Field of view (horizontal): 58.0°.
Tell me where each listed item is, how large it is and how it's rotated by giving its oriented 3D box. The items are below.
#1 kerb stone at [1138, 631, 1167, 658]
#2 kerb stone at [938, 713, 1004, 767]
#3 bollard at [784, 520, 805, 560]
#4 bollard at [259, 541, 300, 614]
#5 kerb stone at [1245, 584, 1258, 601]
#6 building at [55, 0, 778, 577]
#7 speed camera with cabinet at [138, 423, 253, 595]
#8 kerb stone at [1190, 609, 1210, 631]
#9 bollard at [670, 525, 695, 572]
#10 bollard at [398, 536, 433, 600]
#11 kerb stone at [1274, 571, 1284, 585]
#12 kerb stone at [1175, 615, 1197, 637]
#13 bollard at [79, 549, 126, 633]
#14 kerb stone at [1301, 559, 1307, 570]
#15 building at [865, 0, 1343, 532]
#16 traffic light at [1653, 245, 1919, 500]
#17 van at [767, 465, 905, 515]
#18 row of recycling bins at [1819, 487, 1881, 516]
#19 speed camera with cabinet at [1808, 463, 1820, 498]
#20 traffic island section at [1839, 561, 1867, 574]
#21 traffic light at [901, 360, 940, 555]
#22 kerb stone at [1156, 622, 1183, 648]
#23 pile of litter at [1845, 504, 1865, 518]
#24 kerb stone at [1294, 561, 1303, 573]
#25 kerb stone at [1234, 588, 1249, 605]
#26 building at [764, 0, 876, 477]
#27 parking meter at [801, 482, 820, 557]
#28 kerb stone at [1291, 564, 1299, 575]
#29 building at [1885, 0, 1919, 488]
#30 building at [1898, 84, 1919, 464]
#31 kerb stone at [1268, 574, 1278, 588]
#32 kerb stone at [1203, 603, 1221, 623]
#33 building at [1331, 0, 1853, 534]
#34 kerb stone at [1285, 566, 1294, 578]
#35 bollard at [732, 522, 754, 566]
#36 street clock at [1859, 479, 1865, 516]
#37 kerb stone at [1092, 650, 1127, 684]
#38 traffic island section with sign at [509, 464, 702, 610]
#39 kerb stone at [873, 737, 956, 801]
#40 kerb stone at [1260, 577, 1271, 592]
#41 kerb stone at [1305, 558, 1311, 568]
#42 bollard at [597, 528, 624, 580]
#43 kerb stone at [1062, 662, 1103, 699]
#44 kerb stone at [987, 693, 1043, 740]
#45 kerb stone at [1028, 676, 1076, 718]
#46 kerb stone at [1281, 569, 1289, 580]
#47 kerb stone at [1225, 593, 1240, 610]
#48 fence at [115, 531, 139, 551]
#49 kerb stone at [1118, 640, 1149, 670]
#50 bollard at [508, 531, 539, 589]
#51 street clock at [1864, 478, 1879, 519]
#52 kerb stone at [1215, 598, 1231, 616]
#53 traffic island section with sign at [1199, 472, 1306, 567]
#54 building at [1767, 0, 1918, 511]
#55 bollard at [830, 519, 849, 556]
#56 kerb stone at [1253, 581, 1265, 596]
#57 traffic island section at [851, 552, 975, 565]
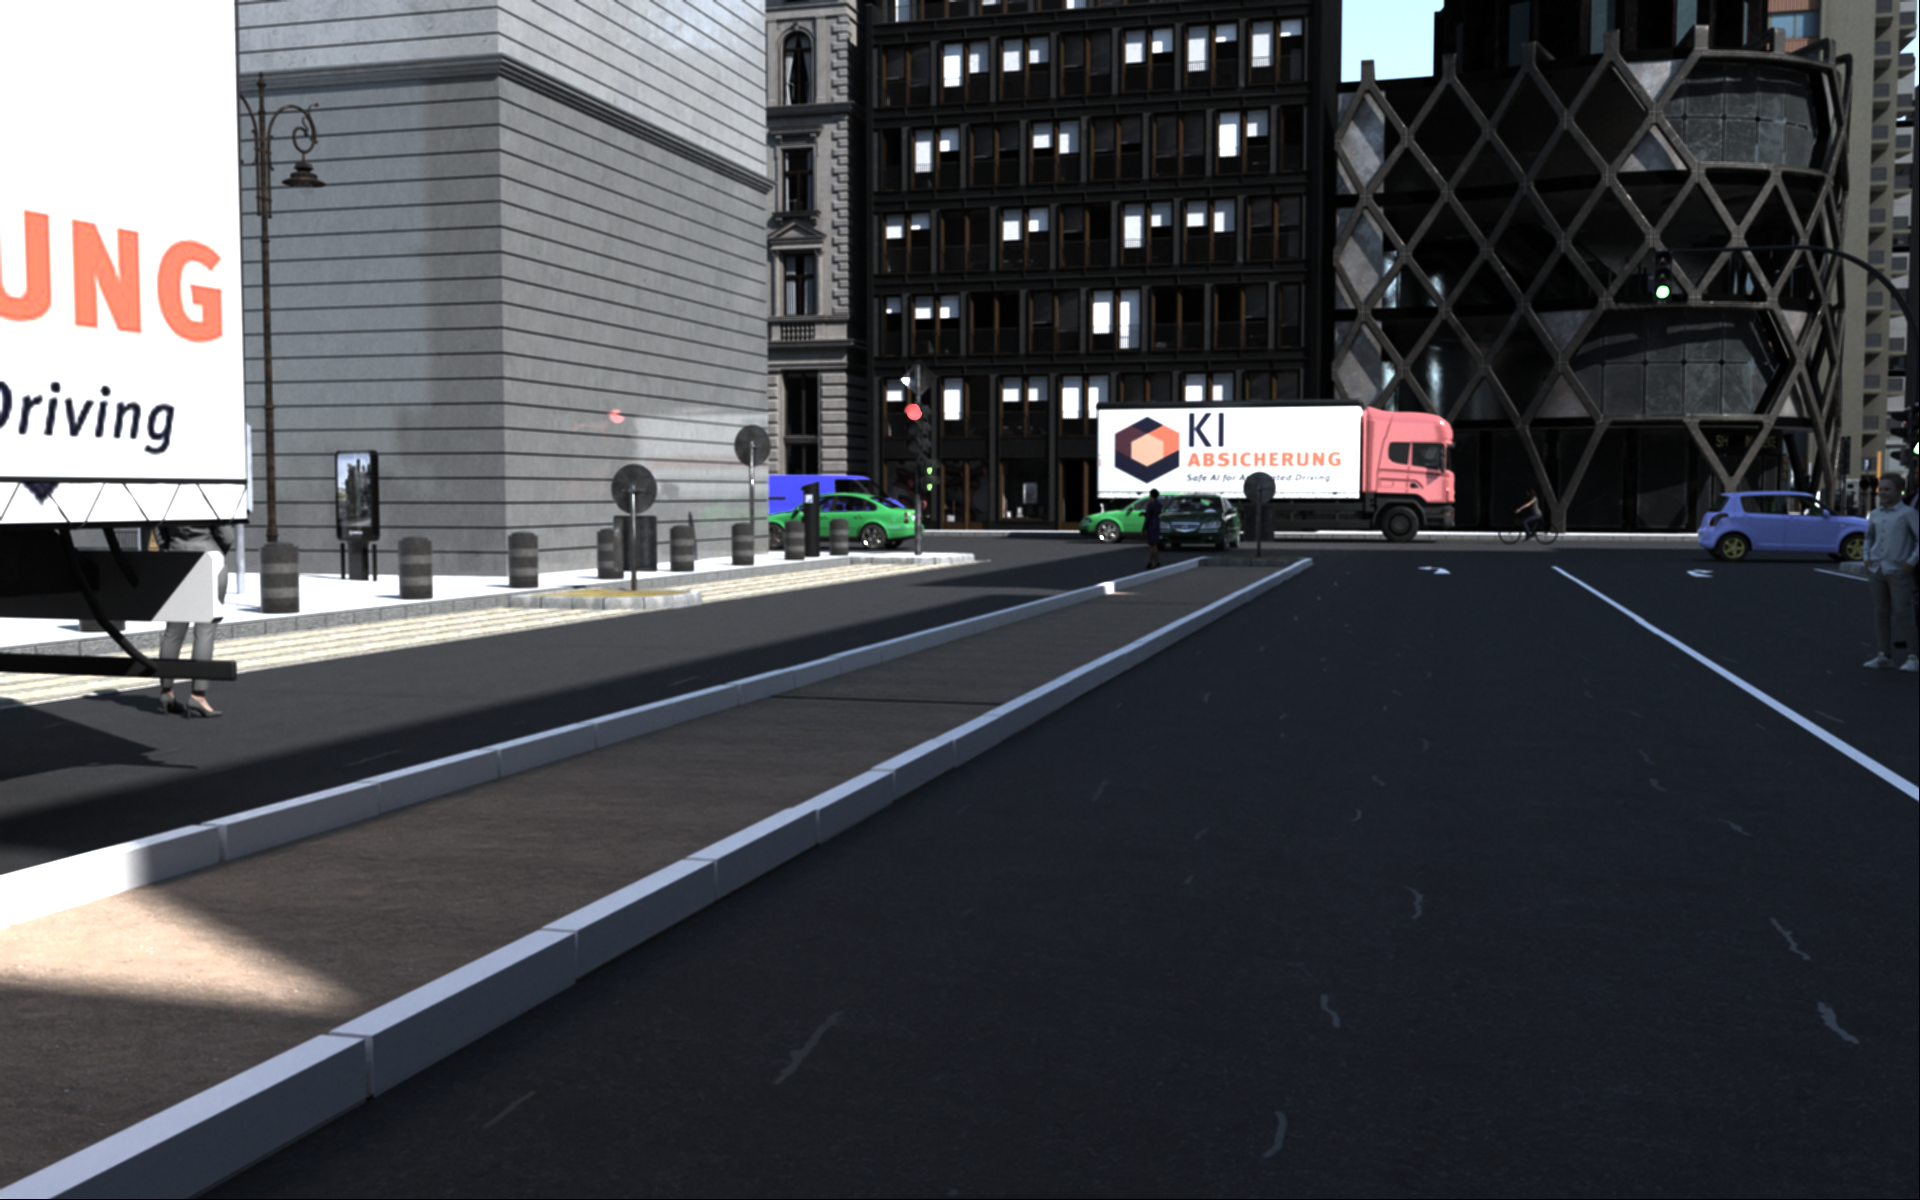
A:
[{"bbox_3d":[1.691,0.410,15.491,0.120,0.150,1.000,1,4,15],"label":"kerb stone"},{"bbox_3d":[0.051,0.775,9.551,0.120,0.150,1.000,1,4,15],"label":"kerb stone"},{"bbox_3d":[-3.214,-1.159,33.669,0.404,0.777,0.398,0,3,0],"label":"bollard"},{"bbox_3d":[-7.348,-0.244,18.700,0.404,0.777,0.398,0,3,0],"label":"bollard"},{"bbox_3d":[3.879,-0.074,23.408,0.120,0.150,1.000,1,4,15],"label":"kerb stone"},{"bbox_3d":[-19.737,-15.758,35.132,29.804,29.767,11.434,1,4,15],"label":"building"},{"bbox_3d":[-9.937,-1.718,22.421,2.038,3.252,0.660,3,5,40],"label":"speed camera with cabinet"},{"bbox_3d":[2.512,0.228,18.462,0.120,0.150,1.000,1,4,15],"label":"kerb stone"},{"bbox_3d":[-4.597,-0.853,28.662,0.404,0.777,0.398,0,3,0],"label":"bollard"},{"bbox_3d":[-6.660,-0.396,21.187,0.404,0.777,0.398,0,3,0],"label":"bollard"},{"bbox_3d":[4.969,-0.313,27.360,0.120,0.150,1.000,1,4,15],"label":"kerb stone"},{"bbox_3d":[2.233,0.289,17.476,0.120,0.150,1.000,1,4,15],"label":"kerb stone"},{"bbox_3d":[-8.038,-0.092,16.213,0.404,0.777,0.398,0,3,0],"label":"bollard"},{"bbox_3d":[6.324,-0.619,32.322,0.120,0.150,1.000,1,4,15],"label":"kerb stone"},{"bbox_3d":[5.923,-14.421,65.467,15.834,23.373,12.332,1,4,15],"label":"building"},{"bbox_3d":[15.143,-3.487,31.677,4.771,5.953,1.251,1,4,15],"label":"traffic light"},{"bbox_3d":[-4.224,-3.073,54.620,5.245,2.365,2.240,1,4,15],"label":"van"},{"bbox_3d":[52.428,-5.785,101.697,3.534,1.692,1.069,2,4,26],"label":"row of recycling bins"},{"bbox_3d":[53.680,-7.032,109.316,2.038,3.252,0.660,-3,5,-42],"label":"speed camera with cabinet"},{"bbox_3d":[17.219,-0.556,31.364,2.009,0.180,2.903,1,4,15],"label":"traffic island section"},{"bbox_3d":[-0.859,-2.892,36.209,0.839,4.253,0.868,1,4,15],"label":"traffic light"},{"bbox_3d":[1.962,0.350,16.479,0.120,0.150,1.000,1,4,15],"label":"kerb stone"},{"bbox_3d":[36.534,-3.477,70.809,1.176,0.858,1.719,-2,4,-26],"label":"pile of litter"},{"bbox_3d":[6.065,-0.559,31.330,0.120,0.150,1.000,1,4,15],"label":"kerb stone"},{"bbox_3d":[3.596,-0.014,22.423,0.120,0.150,1.000,1,4,15],"label":"kerb stone"},{"bbox_3d":[-11.714,-14.715,69.476,19.941,23.489,11.050,1,4,15],"label":"building"},{"bbox_3d":[-3.048,-1.644,35.293,0.372,1.533,0.369,0,3,0],"label":"parking meter"},{"bbox_3d":[5.784,-0.492,30.328,0.120,0.150,1.000,1,4,15],"label":"kerb stone"},{"bbox_3d":[72.902,-35.208,164.884,28.713,52.752,27.495,1,4,15],"label":"building"},{"bbox_3d":[99.190,-29.479,165.583,14.086,41.232,14.154,1,4,15],"label":"building"},{"bbox_3d":[4.690,-0.256,26.374,0.120,0.150,1.000,1,4,15],"label":"kerb stone"},{"bbox_3d":[2.783,0.172,19.451,0.120,0.150,1.000,1,4,15],"label":"kerb stone"},{"bbox_3d":[22.508,-11.952,62.874,16.811,18.784,16.820,1,4,15],"label":"building"},{"bbox_3d":[5.515,-0.433,29.339,0.120,0.150,1.000,1,4,15],"label":"kerb stone"},{"bbox_3d":[-3.904,-1.005,31.148,0.404,0.777,0.398,0,3,0],"label":"bollard"},{"bbox_3d":[43.771,-4.847,83.826,0.471,2.002,0.358,2,4,35],"label":"street clock"},{"bbox_3d":[1.139,0.532,13.504,0.120,0.150,1.000,1,4,15],"label":"kerb stone"},{"bbox_3d":[-4.425,-0.834,22.268,1.989,1.847,2.006,1,4,15],"label":"traffic island section with sign"},{"bbox_3d":[-0.227,0.834,8.565,0.120,0.150,1.000,1,4,15],"label":"kerb stone"},{"bbox_3d":[4.420,-0.195,25.385,0.120,0.150,1.000,1,4,15],"label":"kerb stone"},{"bbox_3d":[6.608,-0.676,33.307,0.120,0.150,1.000,1,4,15],"label":"kerb stone"},{"bbox_3d":[-5.280,-0.701,26.174,0.404,0.777,0.398,0,3,0],"label":"bollard"},{"bbox_3d":[0.861,0.592,12.517,0.120,0.150,1.000,1,4,15],"label":"kerb stone"},{"bbox_3d":[0.322,0.713,10.540,0.120,0.150,1.000,1,4,15],"label":"kerb stone"},{"bbox_3d":[0.594,0.653,11.528,0.120,0.150,1.000,1,4,15],"label":"kerb stone"},{"bbox_3d":[5.236,-0.377,28.352,0.120,0.150,1.000,1,4,15],"label":"kerb stone"},{"bbox_3d":[3.322,0.050,21.434,0.120,0.150,1.000,1,4,15],"label":"kerb stone"},{"bbox_3d":[-12.766,-0.750,27.643,2.069,0.683,0.278,1,4,22],"label":"fence"},{"bbox_3d":[1.417,0.474,14.495,0.120,0.150,1.000,1,4,15],"label":"kerb stone"},{"bbox_3d":[-5.972,-0.549,23.688,0.404,0.777,0.398,0,3,0],"label":"bollard"},{"bbox_3d":[40.105,-4.370,76.023,0.358,2.002,0.471,1,4,13],"label":"street clock"},{"bbox_3d":[3.054,0.110,20.444,0.120,0.150,1.000,1,4,15],"label":"kerb stone"},{"bbox_3d":[5.929,-1.626,34.721,2.006,1.907,1.989,1,4,15],"label":"traffic island section with sign"},{"bbox_3d":[62.121,-29.620,138.917,22.147,44.769,28.867,1,4,15],"label":"building"},{"bbox_3d":[-2.525,-1.311,36.156,0.404,0.777,0.398,0,3,0],"label":"bollard"},{"bbox_3d":[4.147,-0.135,24.397,0.120,0.150,1.000,1,4,15],"label":"kerb stone"},{"bbox_3d":[-0.895,-0.861,36.354,2.009,0.180,2.903,1,4,15],"label":"traffic island section"}]
